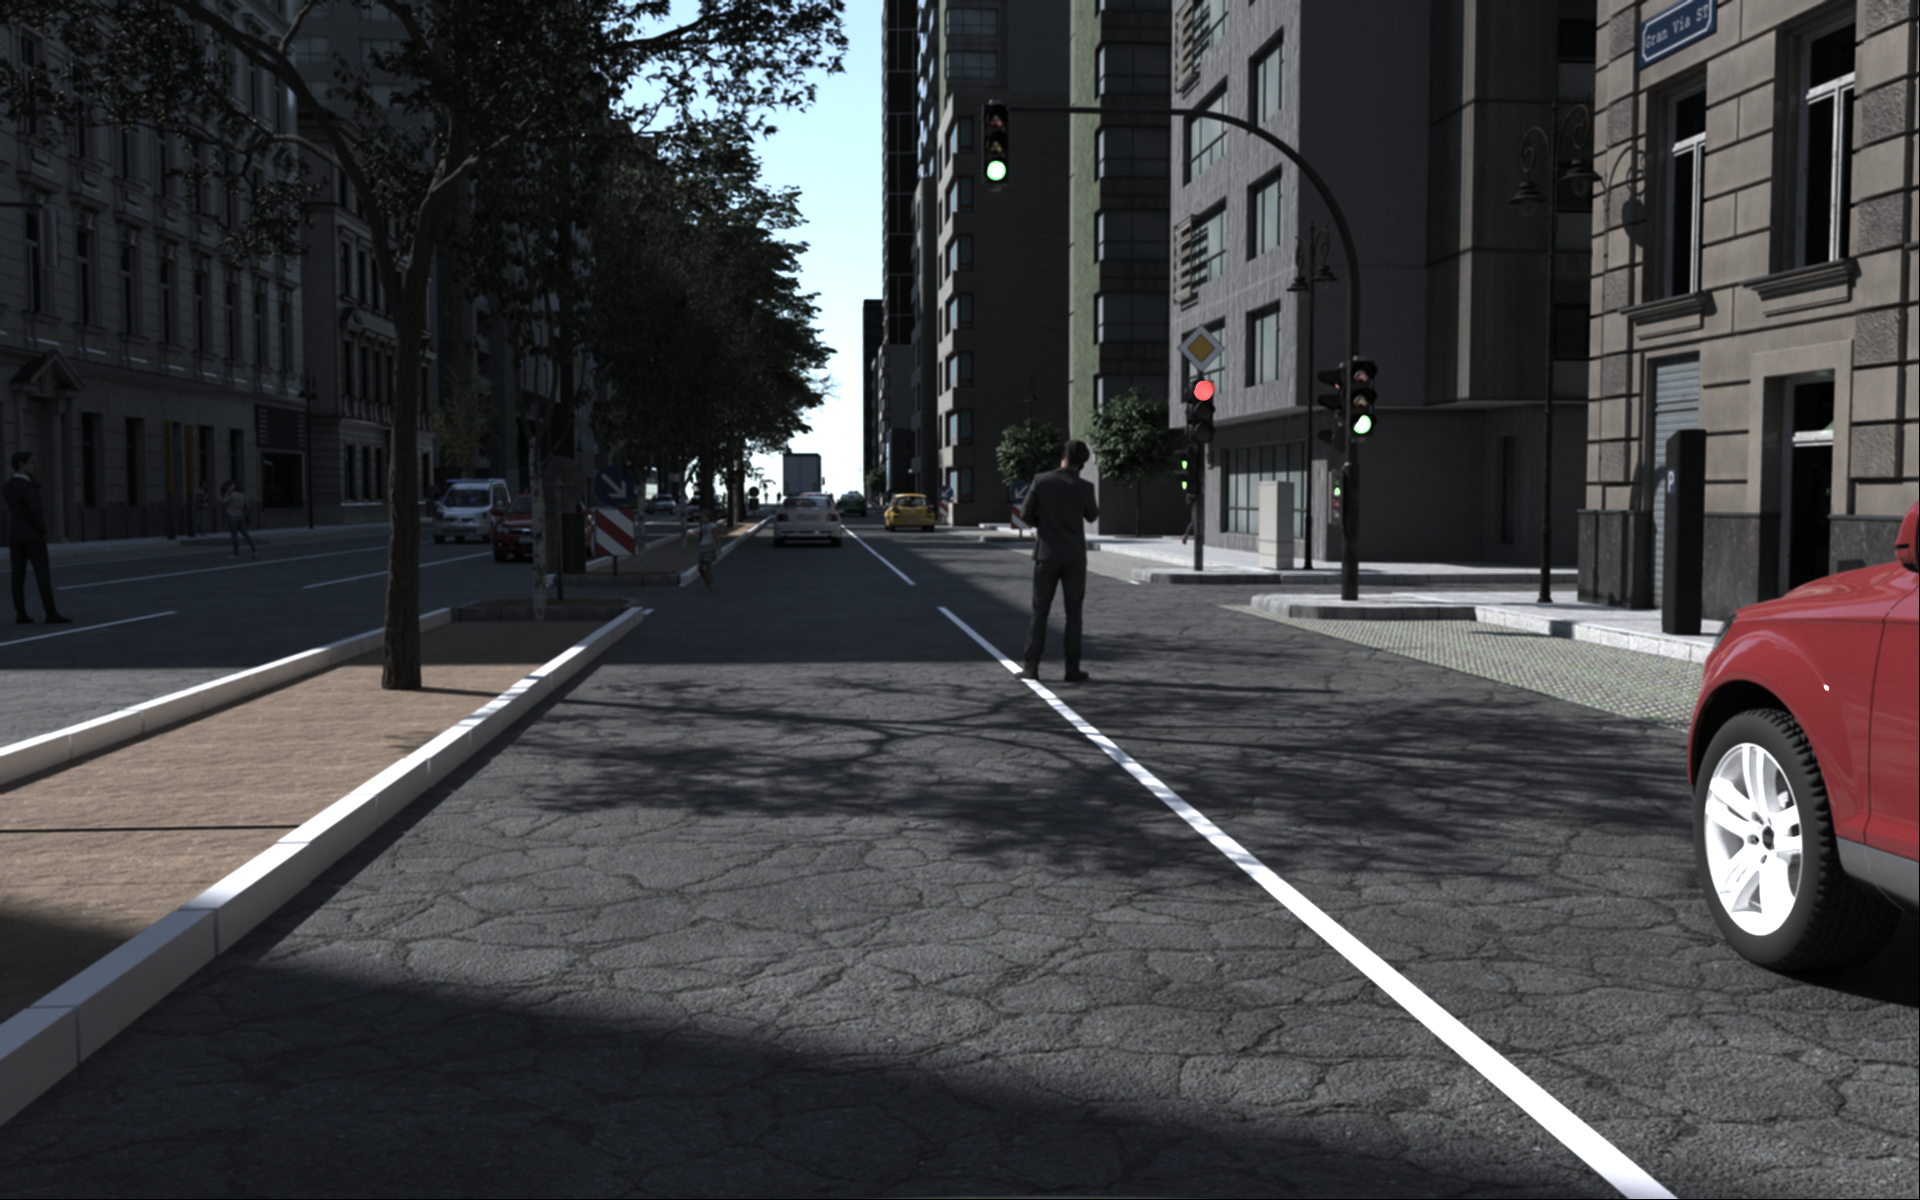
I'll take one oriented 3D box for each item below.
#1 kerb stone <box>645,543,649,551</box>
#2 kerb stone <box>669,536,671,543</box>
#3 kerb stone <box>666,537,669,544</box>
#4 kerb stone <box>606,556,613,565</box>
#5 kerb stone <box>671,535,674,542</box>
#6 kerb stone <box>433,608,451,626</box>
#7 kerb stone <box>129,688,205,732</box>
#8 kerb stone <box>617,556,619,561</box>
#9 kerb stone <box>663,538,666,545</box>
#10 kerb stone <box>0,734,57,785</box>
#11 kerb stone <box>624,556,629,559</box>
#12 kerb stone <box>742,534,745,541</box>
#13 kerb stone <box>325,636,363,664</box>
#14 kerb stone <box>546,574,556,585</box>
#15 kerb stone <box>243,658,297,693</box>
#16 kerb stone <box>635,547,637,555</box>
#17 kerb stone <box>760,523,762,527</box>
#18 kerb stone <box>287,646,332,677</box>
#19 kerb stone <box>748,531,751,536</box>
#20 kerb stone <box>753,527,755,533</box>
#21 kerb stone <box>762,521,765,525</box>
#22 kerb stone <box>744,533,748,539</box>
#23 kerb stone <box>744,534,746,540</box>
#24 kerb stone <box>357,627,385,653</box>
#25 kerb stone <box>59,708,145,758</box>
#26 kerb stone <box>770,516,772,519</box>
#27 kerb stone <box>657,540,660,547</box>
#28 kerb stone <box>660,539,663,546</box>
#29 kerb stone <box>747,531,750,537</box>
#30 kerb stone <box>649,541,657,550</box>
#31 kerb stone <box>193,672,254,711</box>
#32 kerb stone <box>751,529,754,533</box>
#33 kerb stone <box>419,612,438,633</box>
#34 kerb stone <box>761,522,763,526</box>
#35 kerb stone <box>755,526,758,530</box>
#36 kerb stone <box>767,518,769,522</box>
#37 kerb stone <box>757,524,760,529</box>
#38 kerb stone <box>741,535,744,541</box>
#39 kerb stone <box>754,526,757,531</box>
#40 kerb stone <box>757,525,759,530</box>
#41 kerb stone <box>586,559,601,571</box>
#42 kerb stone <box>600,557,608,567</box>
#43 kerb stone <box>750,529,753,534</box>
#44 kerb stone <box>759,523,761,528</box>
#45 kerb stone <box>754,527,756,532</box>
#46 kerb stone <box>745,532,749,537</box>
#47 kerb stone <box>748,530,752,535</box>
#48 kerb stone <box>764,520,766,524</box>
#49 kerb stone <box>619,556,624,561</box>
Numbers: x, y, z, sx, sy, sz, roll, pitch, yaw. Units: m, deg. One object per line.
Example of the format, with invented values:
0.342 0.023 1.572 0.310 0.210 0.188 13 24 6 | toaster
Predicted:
-7.882 -1.266 42.986 0.120 0.150 1.000 0 4 -5 | kerb stone
-8.528 -1.710 50.152 0.120 0.150 1.000 0 4 -5 | kerb stone
-8.428 -1.643 49.130 0.120 0.150 1.000 0 4 -5 | kerb stone
-7.134 -0.772 34.817 0.120 0.150 1.000 0 4 -5 | kerb stone
-8.613 -1.772 51.171 0.120 0.150 1.000 0 4 -5 | kerb stone
-5.702 0.197 18.968 0.120 0.150 1.000 0 4 -5 | kerb stone
-4.966 0.696 10.810 0.120 0.150 1.000 0 4 -5 | kerb stone
-7.231 -0.834 35.835 0.120 0.150 1.000 0 4 -5 | kerb stone
-8.342 -1.584 48.104 0.120 0.150 1.000 0 4 -5 | kerb stone
-4.782 0.821 8.768 0.120 0.150 1.000 0 4 -5 | kerb stone
-7.406 -0.953 37.877 0.120 0.150 1.000 0 4 -5 | kerb stone
-6.522 -1.783 51.346 0.120 0.150 1.000 0 4 -5 | kerb stone
-5.339 0.447 14.883 0.120 0.150 1.000 0 4 -5 | kerb stone
-6.489 -0.335 27.674 0.120 0.150 1.000 0 4 -5 | kerb stone
-5.150 0.572 12.847 0.120 0.150 1.000 0 4 -5 | kerb stone
-7.604 -1.079 39.918 0.120 0.150 1.000 0 4 -5 | kerb stone
-8.275 -2.966 70.736 0.120 0.150 1.000 0 4 -5 | kerb stone
-5.247 0.510 13.865 0.120 0.150 1.000 0 4 -5 | kerb stone
-6.978 -2.094 56.446 0.120 0.150 1.000 0 4 -5 | kerb stone
-7.444 -2.407 61.553 0.120 0.150 1.000 0 4 -5 | kerb stone
-8.740 -3.279 75.848 0.120 0.150 1.000 0 4 -5 | kerb stone
-6.702 -1.907 53.391 0.120 0.150 1.000 0 4 -5 | kerb stone
-6.616 -1.846 52.370 0.120 0.150 1.000 0 4 -5 | kerb stone
-5.426 0.385 15.906 0.120 0.150 1.000 0 4 -5 | kerb stone
-4.878 0.764 9.792 0.120 0.150 1.000 0 4 -5 | kerb stone
-10.123 -4.218 91.166 0.120 0.150 1.000 0 4 -5 | kerb stone
-8.148 -1.459 46.055 0.120 0.150 1.000 0 4 -5 | kerb stone
-8.246 -1.522 47.084 0.120 0.150 1.000 0 4 -5 | kerb stone
-6.886 -2.032 55.427 0.120 0.150 1.000 0 4 -5 | kerb stone
-8.056 -1.397 45.032 0.120 0.150 1.000 0 4 -5 | kerb stone
-5.058 0.634 11.828 0.120 0.150 1.000 0 4 -5 | kerb stone
-7.255 -2.283 59.518 0.120 0.150 1.000 0 4 -5 | kerb stone
-5.609 0.260 17.950 0.120 0.150 1.000 0 4 -5 | kerb stone
-8.457 -3.094 72.774 0.120 0.150 1.000 0 4 -5 | kerb stone
-7.722 -2.594 64.612 0.120 0.150 1.000 0 4 -5 | kerb stone
-9.481 -3.778 84.007 0.120 0.150 1.000 0 4 -5 | kerb stone
-7.996 -2.782 67.675 0.120 0.150 1.000 0 4 -5 | kerb stone
-6.428 -1.721 50.329 0.120 0.150 1.000 0 4 -5 | kerb stone
-7.626 -2.532 63.594 0.120 0.150 1.000 0 4 -5 | kerb stone
-7.911 -2.712 66.652 0.120 0.150 1.000 0 4 -5 | kerb stone
-6.954 -0.644 32.774 0.120 0.150 1.000 0 4 -5 | kerb stone
-7.041 -0.710 33.796 0.120 0.150 1.000 0 4 -5 | kerb stone
-7.163 -2.216 58.492 0.120 0.150 1.000 0 4 -5 | kerb stone
-8.180 -2.907 69.719 0.120 0.150 1.000 0 4 -5 | kerb stone
-7.535 -2.470 62.575 0.120 0.150 1.000 0 4 -5 | kerb stone
-6.793 -1.970 54.409 0.120 0.150 1.000 0 4 -5 | kerb stone
-7.078 -2.157 57.469 0.120 0.150 1.000 0 4 -5 | kerb stone
-8.917 -3.403 77.884 0.120 0.150 1.000 0 4 -5 | kerb stone
-7.321 -0.896 36.853 0.120 0.150 1.000 0 4 -5 | kerb stone
